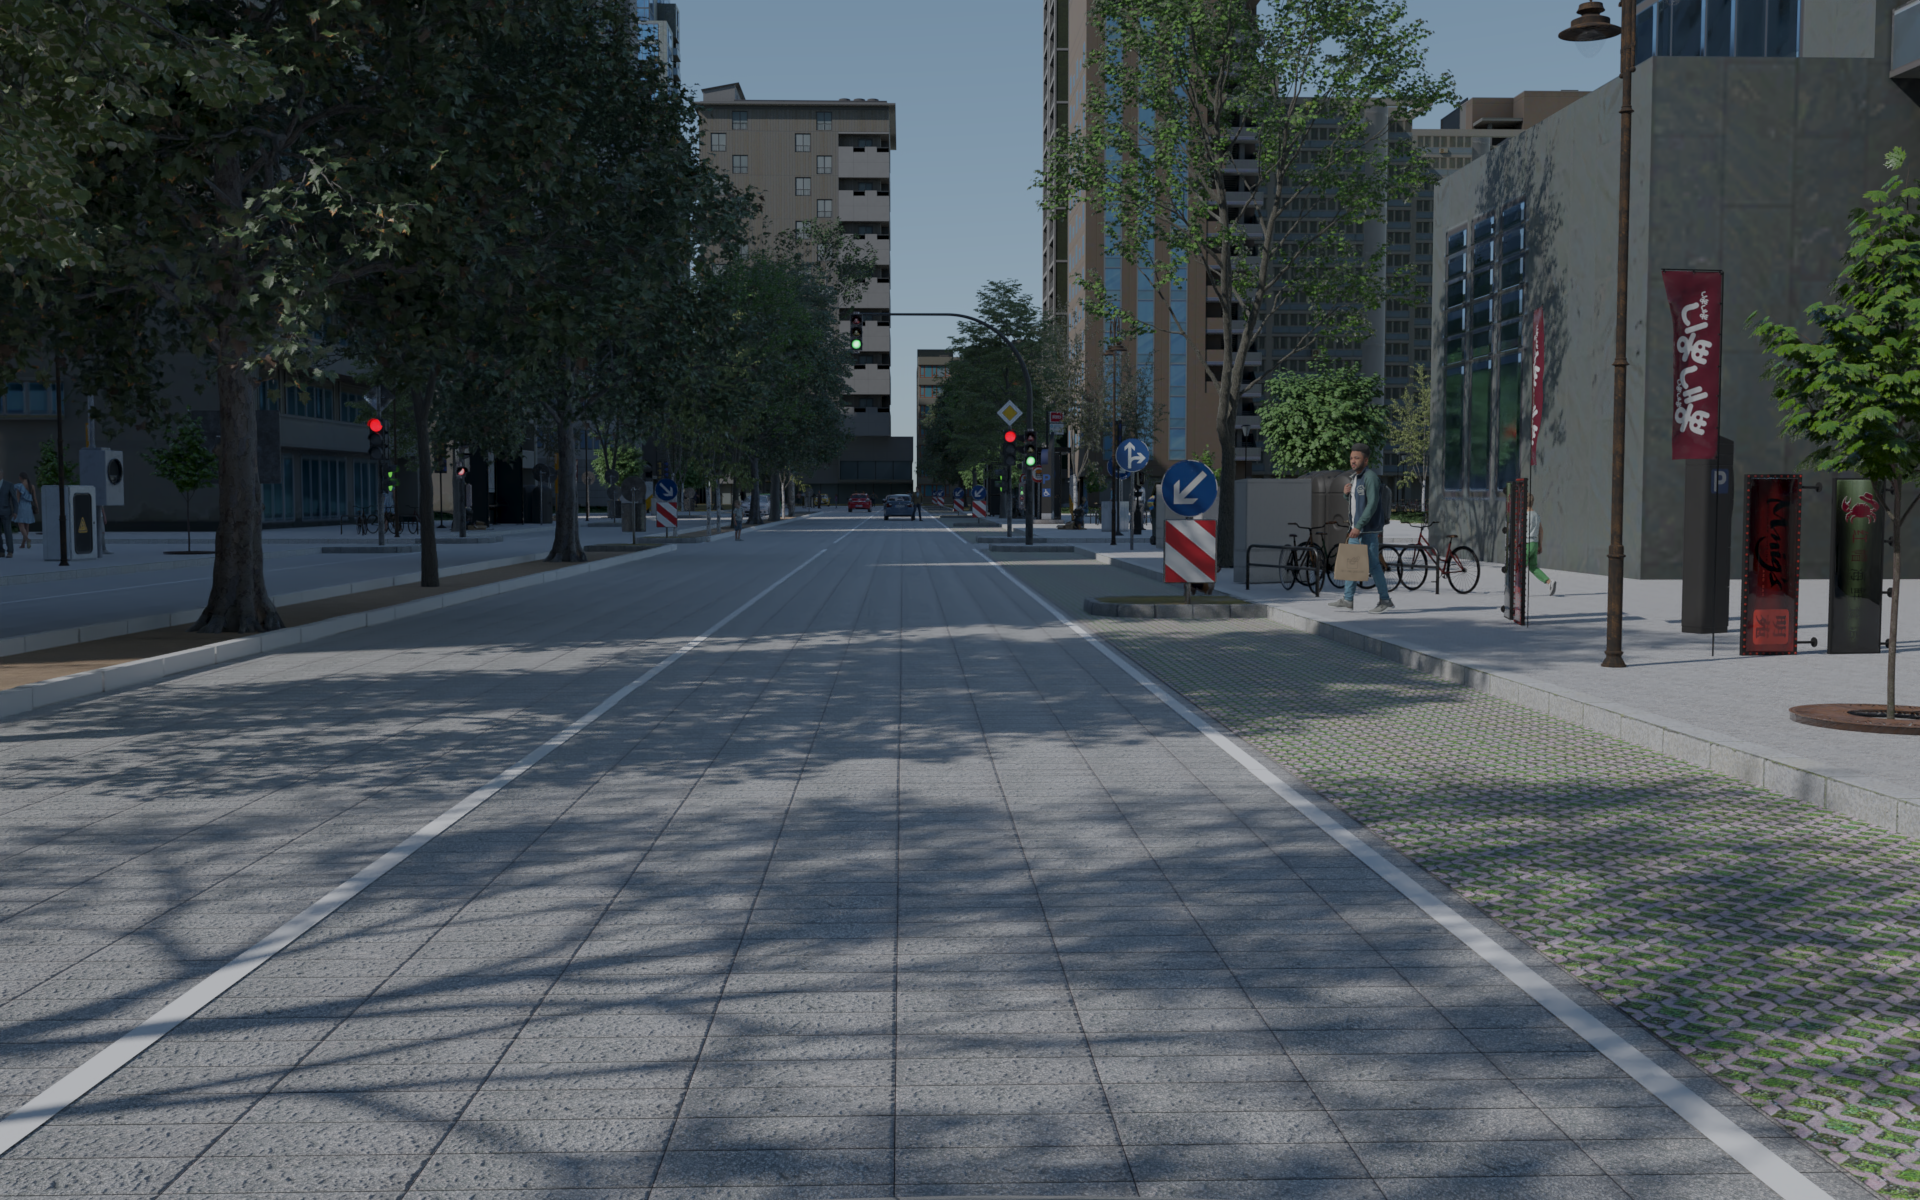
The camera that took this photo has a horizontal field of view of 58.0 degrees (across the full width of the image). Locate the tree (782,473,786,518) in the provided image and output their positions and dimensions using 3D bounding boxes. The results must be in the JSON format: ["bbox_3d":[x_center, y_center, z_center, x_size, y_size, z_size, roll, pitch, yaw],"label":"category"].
[{"bbox_3d":[-8.877,-6.773,63.566,4.737,8.622,4.395,0,3,0],"label":"tree"}]

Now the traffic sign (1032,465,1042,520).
[{"bbox_3d":[3.440,-4.634,75.871,0.768,2.556,0.104,0,3,0],"label":"traffic sign"}]

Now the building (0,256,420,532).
[{"bbox_3d":[-35.041,-27.148,67.572,21.300,48.544,21.600,0,4,-2],"label":"building"}]

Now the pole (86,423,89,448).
[{"bbox_3d":[-24.984,-3.420,49.755,0.158,3.312,0.155,0,3,0],"label":"pole"}]

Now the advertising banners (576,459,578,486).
[{"bbox_3d":[-19.673,-5.570,87.263,0.090,3.025,2.074,-3,4,-36],"label":"advertising banners"}]

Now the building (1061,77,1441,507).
[{"bbox_3d":[24.816,-28.773,162.324,32.217,40.220,23.993,0,4,-2],"label":"building"}]

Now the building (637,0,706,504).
[{"bbox_3d":[-49.467,-55.872,226.174,31.000,86.520,22.319,0,4,-2],"label":"building"}]

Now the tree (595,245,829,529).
[{"bbox_3d":[-9.198,-8.747,71.229,9.928,11.665,9.643,0,3,0],"label":"tree"}]

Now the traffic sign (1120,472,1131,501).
[{"bbox_3d":[5.618,-3.684,60.338,0.768,2.556,0.104,0,4,6],"label":"traffic sign"}]

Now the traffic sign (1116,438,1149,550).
[{"bbox_3d":[3.946,-2.421,39.691,0.768,2.556,0.104,0,4,5],"label":"traffic sign"}]

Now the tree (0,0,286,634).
[{"bbox_3d":[-7.541,-6.020,17.892,9.611,12.733,9.660,0,3,0],"label":"tree"}]

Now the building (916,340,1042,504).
[{"bbox_3d":[8.717,-23.694,232.432,28.899,21.520,27.650,0,4,-2],"label":"building"}]

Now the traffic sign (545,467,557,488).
[{"bbox_3d":[-19.019,-4.900,80.224,0.768,2.556,0.104,0,4,7],"label":"traffic sign"}]

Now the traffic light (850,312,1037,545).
[{"bbox_3d":[-0.364,-4.208,43.471,4.771,5.953,1.251,0,4,-2],"label":"traffic light"}]

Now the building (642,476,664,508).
[{"bbox_3d":[-44.908,-28.942,165.082,32.217,40.220,23.993,0,4,-2],"label":"building"}]

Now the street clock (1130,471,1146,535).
[{"bbox_3d":[5.613,-3.067,54.709,0.471,2.002,0.358,-3,4,-36],"label":"street clock"}]

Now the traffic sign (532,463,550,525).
[{"bbox_3d":[-17.313,-4.370,71.555,0.768,2.556,0.104,0,4,5],"label":"traffic sign"}]

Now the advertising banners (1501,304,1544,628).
[{"bbox_3d":[5.529,-1.275,17.033,0.090,3.025,2.074,1,4,10],"label":"advertising banners"}]

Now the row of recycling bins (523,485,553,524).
[{"bbox_3d":[-18.948,-4.221,76.125,1.069,1.692,3.534,-3,4,-37],"label":"row of recycling bins"}]

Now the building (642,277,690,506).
[{"bbox_3d":[-36.462,-30.783,186.892,14.086,41.232,14.154,0,4,-2],"label":"building"}]

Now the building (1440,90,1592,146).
[{"bbox_3d":[61.333,-32.978,189.294,14.200,45.320,14.600,0,4,-2],"label":"building"}]

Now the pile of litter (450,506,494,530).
[{"bbox_3d":[-17.473,-2.936,61.971,1.719,0.858,1.176,-2,4,-31],"label":"pile of litter"}]

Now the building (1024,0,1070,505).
[{"bbox_3d":[17.566,-45.589,183.628,20.563,71.187,20.611,0,4,-2],"label":"building"}]

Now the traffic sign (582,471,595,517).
[{"bbox_3d":[-20.634,-5.874,96.144,0.768,2.556,0.104,0,4,4],"label":"traffic sign"}]

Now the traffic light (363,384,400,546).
[{"bbox_3d":[-14.428,-3.316,43.135,0.839,4.253,0.868,0,4,-2],"label":"traffic light"}]

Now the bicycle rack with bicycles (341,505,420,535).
[{"bbox_3d":[-18.402,-2.551,55.086,2.852,0.926,2.925,-3,5,-39],"label":"bicycle rack with bicycles"}]

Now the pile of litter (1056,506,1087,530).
[{"bbox_3d":[4.044,-2.976,62.620,1.176,0.858,1.719,1,4,13],"label":"pile of litter"}]

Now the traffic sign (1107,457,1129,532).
[{"bbox_3d":[5.137,-3.424,56.089,0.768,2.556,0.104,0,4,-1],"label":"traffic sign"}]

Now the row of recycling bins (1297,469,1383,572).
[{"bbox_3d":[6.462,-1.400,30.004,1.069,1.692,3.534,0,4,-2],"label":"row of recycling bins"}]

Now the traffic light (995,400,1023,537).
[{"bbox_3d":[1.462,-3.837,51.661,0.839,4.253,0.868,0,4,-2],"label":"traffic light"}]

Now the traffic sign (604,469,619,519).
[{"bbox_3d":[-17.668,-5.365,87.819,0.768,2.556,0.104,0,4,5],"label":"traffic sign"}]

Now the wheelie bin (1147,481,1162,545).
[{"bbox_3d":[5.211,-2.176,43.478,0.980,1.594,0.693,-1,4,-22],"label":"wheelie bin"}]

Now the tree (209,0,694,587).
[{"bbox_3d":[-8.125,-5.490,26.632,8.767,10.594,7.601,0,4,-2],"label":"tree"}]

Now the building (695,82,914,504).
[{"bbox_3d":[-20.051,-39.242,230.841,27.495,52.752,28.713,0,4,-2],"label":"building"}]

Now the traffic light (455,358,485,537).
[{"bbox_3d":[-12.602,-4.682,51.220,4.771,5.953,1.251,0,4,-2],"label":"traffic light"}]

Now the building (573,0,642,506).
[{"bbox_3d":[-38.393,-36.494,138.669,21.231,58.520,28.212,0,4,-2],"label":"building"}]

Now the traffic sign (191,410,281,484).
[{"bbox_3d":[-17.592,-2.949,42.091,2.265,3.308,0.079,0,4,6],"label":"traffic sign"}]

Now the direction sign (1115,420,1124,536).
[{"bbox_3d":[4.873,-3.751,53.321,0.379,3.537,0.876,0,4,-7],"label":"direction sign"}]

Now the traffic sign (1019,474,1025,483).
[{"bbox_3d":[3.949,-6.370,104.259,0.768,2.556,0.104,0,4,7],"label":"traffic sign"}]

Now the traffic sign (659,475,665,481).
[{"bbox_3d":[-20.112,-7.157,117.025,0.884,2.594,0.081,0,3,0],"label":"traffic sign"}]

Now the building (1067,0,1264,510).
[{"bbox_3d":[16.486,-30.135,142.824,14.600,45.320,14.200,0,4,-2],"label":"building"}]

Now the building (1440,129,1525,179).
[{"bbox_3d":[42.309,-29.850,179.929,23.993,40.220,32.217,0,4,-2],"label":"building"}]

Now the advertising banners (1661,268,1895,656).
[{"bbox_3d":[6.459,-1.070,13.688,2.074,3.025,0.090,-1,4,-9],"label":"advertising banners"}]

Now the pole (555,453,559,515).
[{"bbox_3d":[-19.982,-5.632,85.922,0.158,3.312,0.155,0,3,0],"label":"pole"}]

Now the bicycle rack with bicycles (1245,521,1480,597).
[{"bbox_3d":[5.054,-0.580,22.858,2.852,0.926,2.925,-1,4,-19],"label":"bicycle rack with bicycles"}]

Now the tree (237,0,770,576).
[{"bbox_3d":[-8.308,-7.151,36.380,9.611,12.733,9.660,0,3,0],"label":"tree"}]

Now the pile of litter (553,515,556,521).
[{"bbox_3d":[-19.099,-4.226,83.064,1.176,0.858,1.719,2,4,34],"label":"pile of litter"}]

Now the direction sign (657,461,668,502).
[{"bbox_3d":[-20.233,-7.703,117.941,0.876,3.537,0.379,-3,5,-41],"label":"direction sign"}]

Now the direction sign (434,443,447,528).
[{"bbox_3d":[-19.454,-4.459,64.895,0.379,3.537,0.876,1,4,12],"label":"direction sign"}]

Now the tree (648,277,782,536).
[{"bbox_3d":[-8.434,-6.433,58.001,4.737,8.622,4.395,0,3,0],"label":"tree"}]

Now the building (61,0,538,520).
[{"bbox_3d":[-38.943,-29.455,105.298,21.300,48.544,21.600,0,4,-2],"label":"building"}]

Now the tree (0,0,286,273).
[{"bbox_3d":[-7.322,-5.424,9.267,7.486,12.596,7.792,0,3,0],"label":"tree"}]

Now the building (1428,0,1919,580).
[{"bbox_3d":[21.488,-43.178,18.630,22.319,86.520,31.000,0,4,-2],"label":"building"}]
